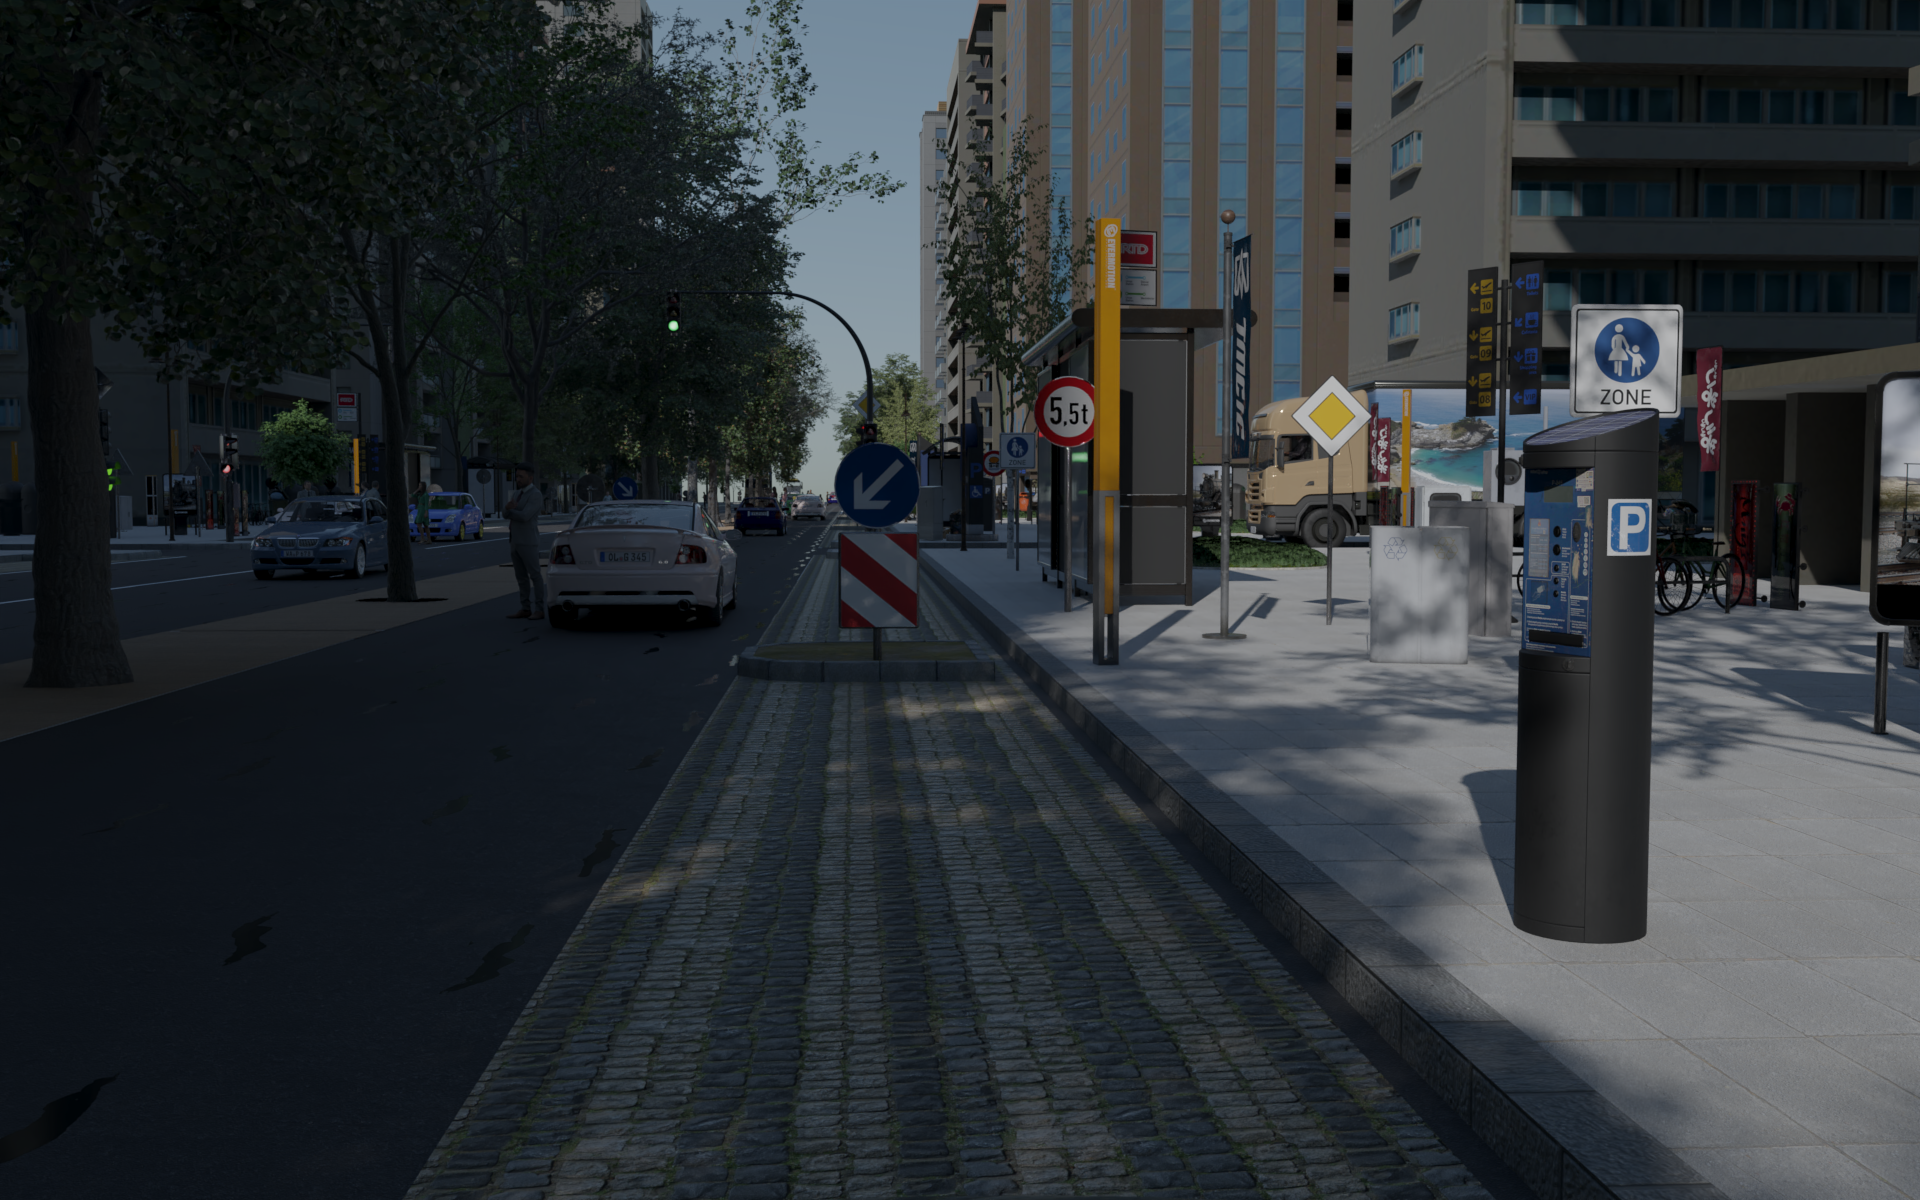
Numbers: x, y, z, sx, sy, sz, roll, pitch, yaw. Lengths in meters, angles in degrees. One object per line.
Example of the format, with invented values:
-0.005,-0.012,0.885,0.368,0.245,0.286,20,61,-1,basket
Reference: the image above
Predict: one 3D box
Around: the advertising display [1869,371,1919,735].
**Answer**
5.267,-0.230,8.969,0.974,1.923,0.123,2,4,34,advertising display

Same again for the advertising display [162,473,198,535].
-24.236,-2.973,53.830,0.974,1.923,0.123,-2,4,-24,advertising display

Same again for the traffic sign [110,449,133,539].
-24.022,-3.022,49.410,0.884,2.594,0.081,0,4,1,traffic sign

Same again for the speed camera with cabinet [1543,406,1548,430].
13.880,-2.749,39.286,2.038,3.252,0.660,0,4,0,speed camera with cabinet

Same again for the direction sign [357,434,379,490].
-22.427,-4.508,65.699,0.379,3.537,0.876,3,5,40,direction sign

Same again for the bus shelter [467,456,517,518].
-25.780,-6.184,95.028,2.014,3.302,5.546,0,4,-4,bus shelter

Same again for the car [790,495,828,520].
-8.354,-5.093,95.627,2.083,1.381,4.827,0,4,-4,car

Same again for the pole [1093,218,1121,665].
1.098,-1.169,12.952,0.158,3.312,0.155,0,3,0,pole

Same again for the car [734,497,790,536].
-6.939,-2.927,60.429,1.945,1.354,3.894,0,4,-4,car

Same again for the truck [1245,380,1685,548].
12.361,-3.368,43.973,11.283,4.237,2.839,0,4,-3,truck

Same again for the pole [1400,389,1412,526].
8.708,-2.445,33.812,0.158,3.312,0.155,0,3,0,pole

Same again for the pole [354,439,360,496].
-22.306,-4.294,64.055,0.158,3.312,0.155,0,3,0,pole

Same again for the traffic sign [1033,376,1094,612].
1.177,-1.143,18.797,0.768,2.556,0.104,0,4,1,traffic sign

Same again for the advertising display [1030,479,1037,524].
3.410,-4.165,73.313,0.974,1.923,0.123,-2,4,-28,advertising display

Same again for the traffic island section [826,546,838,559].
-2.011,-1.035,39.208,2.009,0.180,2.903,0,4,-4,traffic island section

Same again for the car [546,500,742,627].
-3.606,-0.473,20.102,2.083,1.381,4.827,0,4,-4,car

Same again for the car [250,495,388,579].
-11.152,-1.149,30.785,2.014,1.417,4.499,0,4,-5,car

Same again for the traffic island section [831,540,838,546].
-2.505,-1.523,47.178,2.009,0.180,2.903,0,4,-4,traffic island section

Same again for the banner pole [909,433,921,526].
-1.798,-4.934,70.692,0.401,3.779,0.863,-3,5,-43,banner pole

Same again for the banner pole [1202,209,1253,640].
2.396,-1.535,15.115,0.401,3.779,0.863,-1,4,-9,banner pole

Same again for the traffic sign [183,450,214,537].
-22.560,-3.138,51.312,0.884,2.594,0.081,0,4,-3,traffic sign

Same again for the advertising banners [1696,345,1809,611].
9.023,-1.447,19.851,0.090,3.025,2.074,-1,4,-10,advertising banners

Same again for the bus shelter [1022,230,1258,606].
2.081,-2.829,23.885,2.179,5.291,8.768,0,4,-3,bus shelter

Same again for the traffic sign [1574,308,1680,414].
3.601,-0.448,9.448,0.606,2.300,0.079,0,4,-3,traffic sign

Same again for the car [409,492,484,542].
-15.864,-2.672,53.275,1.945,1.707,3.694,0,4,-2,car

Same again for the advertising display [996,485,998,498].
2.746,-7.019,119.970,0.123,1.923,0.974,-2,4,-25,advertising display

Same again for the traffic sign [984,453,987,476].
0.574,-3.204,52.484,0.768,2.556,0.104,0,4,4,traffic sign

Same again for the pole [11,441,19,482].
-36.658,-4.488,67.224,0.158,3.312,0.155,0,3,0,pole

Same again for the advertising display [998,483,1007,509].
2.663,-5.797,99.991,0.123,1.923,0.974,3,4,38,advertising display

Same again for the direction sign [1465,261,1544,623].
5.393,-1.544,17.239,0.379,3.537,0.876,-2,4,-35,direction sign

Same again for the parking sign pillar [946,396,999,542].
0.337,-3.594,47.239,1.447,3.967,1.447,-1,4,-9,parking sign pillar

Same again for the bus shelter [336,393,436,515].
-23.721,-5.731,71.336,2.179,5.291,8.768,0,4,-3,bus shelter

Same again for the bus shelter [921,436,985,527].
-0.295,-4.245,63.337,2.014,3.302,5.546,0,4,-4,bus shelter

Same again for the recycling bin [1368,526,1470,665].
3.542,-0.052,13.409,0.722,1.027,0.722,1,4,12,recycling bin

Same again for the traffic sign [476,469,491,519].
-24.148,-5.365,87.828,0.768,2.556,0.104,0,4,-2,traffic sign

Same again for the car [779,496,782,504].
-25.325,-14.626,251.720,1.945,1.354,3.894,0,4,-2,car

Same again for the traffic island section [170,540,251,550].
-19.464,-1.459,46.137,2.009,0.180,2.903,0,4,-4,traffic island section

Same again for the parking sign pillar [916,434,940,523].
-1.239,-5.433,77.304,1.447,3.967,1.447,-1,4,-17,parking sign pillar

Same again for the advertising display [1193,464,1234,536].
5.377,-1.958,37.224,0.974,1.923,0.123,0,4,-2,advertising display

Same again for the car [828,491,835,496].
-17.394,-14.364,243.526,2.281,1.827,5.304,0,4,-2,car

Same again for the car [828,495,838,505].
-16.356,-12.998,225.100,1.945,1.354,3.894,0,4,-5,car

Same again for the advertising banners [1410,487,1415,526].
10.063,-2.618,38.989,0.090,3.025,2.074,-2,4,-32,advertising banners

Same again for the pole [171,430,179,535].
-24.809,-3.728,54.798,0.158,3.312,0.155,0,3,0,pole

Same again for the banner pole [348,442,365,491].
-25.558,-5.111,73.581,0.863,3.779,0.401,0,4,-3,banner pole

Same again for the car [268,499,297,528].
-19.687,-2.492,53.103,2.083,1.381,4.827,0,4,-4,car

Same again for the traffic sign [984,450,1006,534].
0.985,-3.066,50.238,0.768,2.556,0.104,0,4,1,traffic sign

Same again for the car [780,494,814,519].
-9.526,-5.494,101.633,2.131,1.459,4.920,0,4,-3,car

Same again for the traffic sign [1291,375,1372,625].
3.609,-0.961,16.892,0.795,2.450,0.064,0,4,-3,traffic sign

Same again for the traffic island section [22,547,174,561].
-18.971,-0.972,38.167,2.009,0.180,2.903,0,4,-4,traffic island section

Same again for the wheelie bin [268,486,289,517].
-26.154,-3.581,66.451,0.693,1.594,0.980,-3,4,-36,wheelie bin

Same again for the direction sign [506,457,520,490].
-27.590,-7.035,107.016,0.876,3.537,0.379,0,4,2,direction sign

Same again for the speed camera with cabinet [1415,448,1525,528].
10.178,-2.462,34.583,2.038,3.252,0.660,0,4,-1,speed camera with cabinet

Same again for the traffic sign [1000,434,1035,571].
0.959,-1.636,28.876,0.606,2.300,0.079,0,4,6,traffic sign

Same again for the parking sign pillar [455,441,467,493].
-25.629,-6.145,88.936,1.447,3.967,1.447,-1,4,-22,parking sign pillar

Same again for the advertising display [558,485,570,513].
-27.338,-6.988,119.459,0.123,1.923,0.974,2,4,35,advertising display

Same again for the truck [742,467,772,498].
-20.026,-11.199,172.014,2.839,4.237,11.283,0,4,-5,truck
